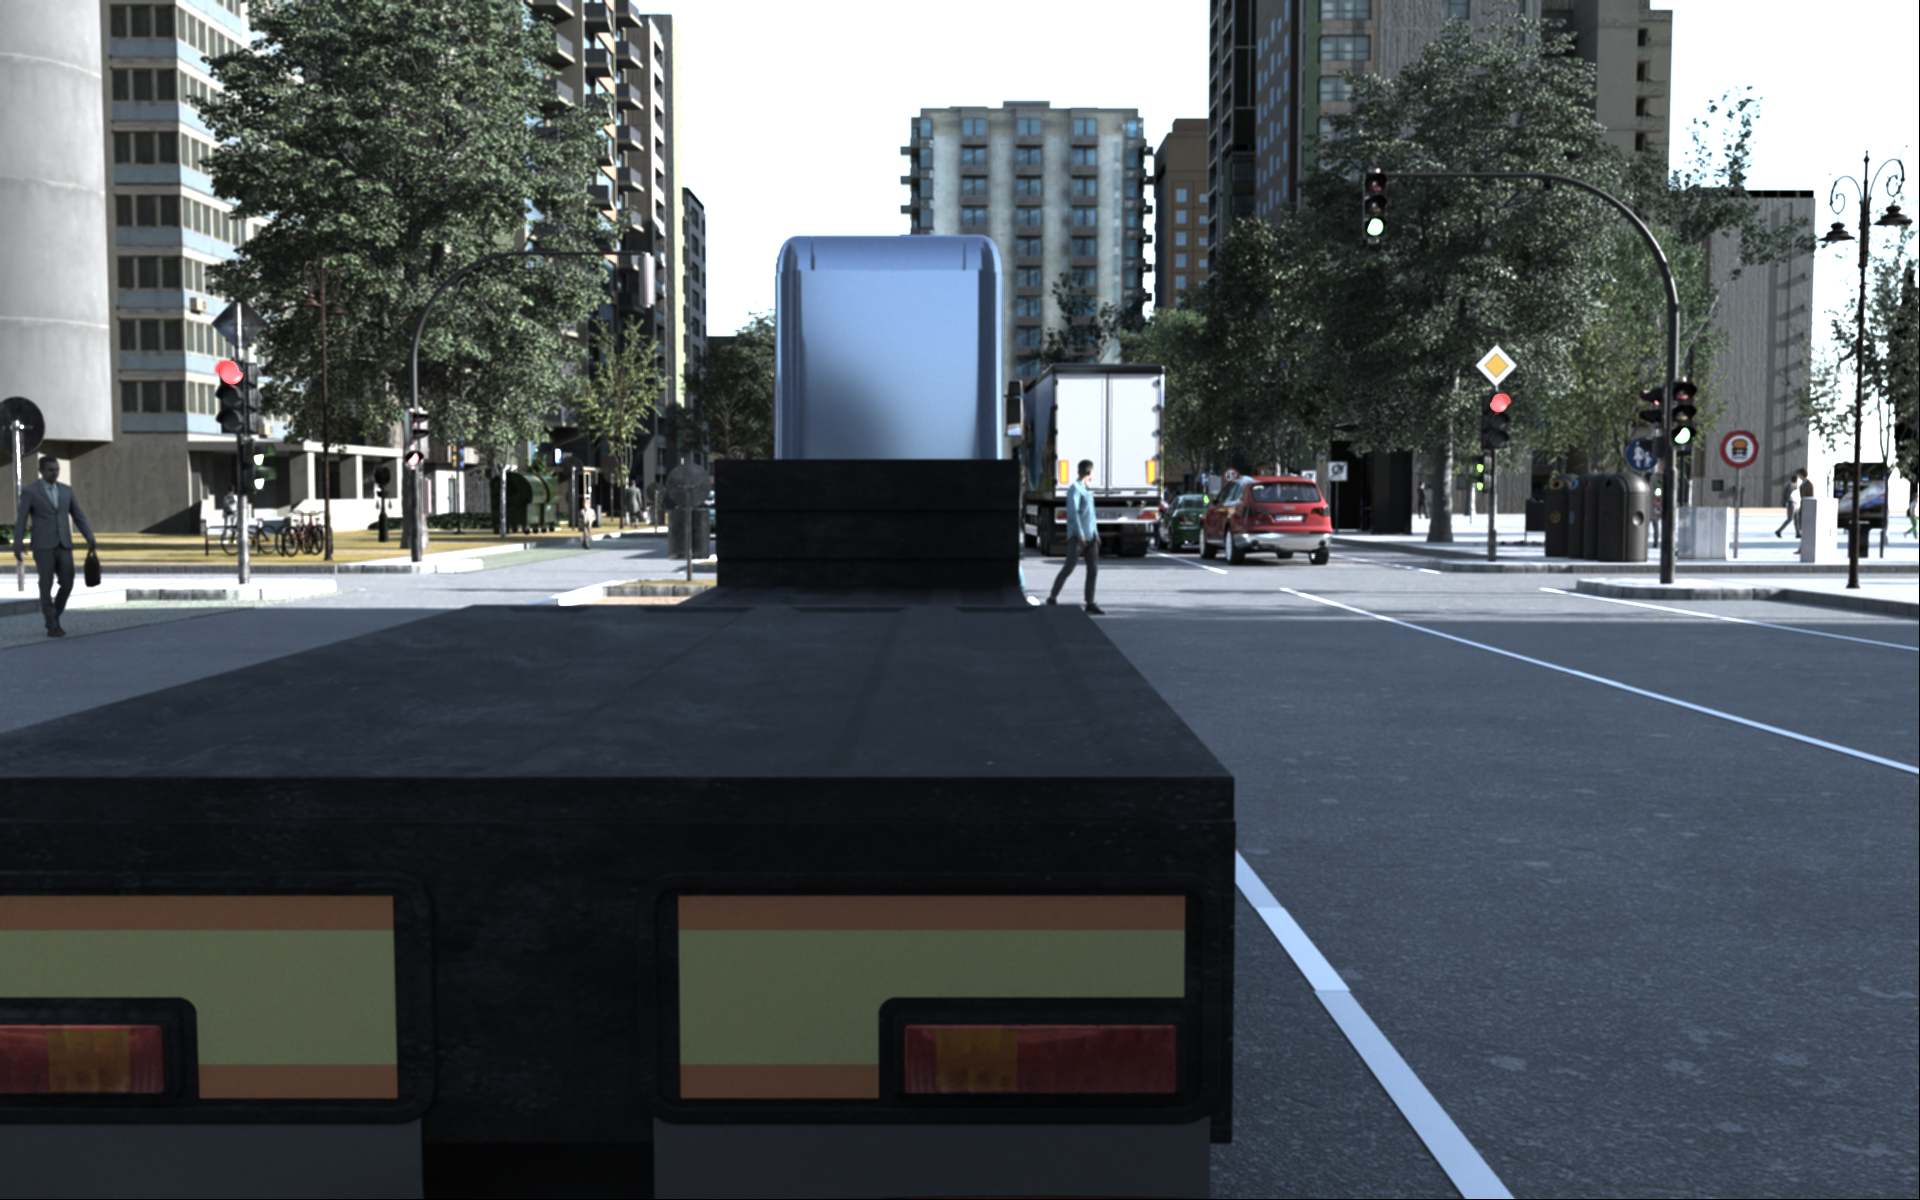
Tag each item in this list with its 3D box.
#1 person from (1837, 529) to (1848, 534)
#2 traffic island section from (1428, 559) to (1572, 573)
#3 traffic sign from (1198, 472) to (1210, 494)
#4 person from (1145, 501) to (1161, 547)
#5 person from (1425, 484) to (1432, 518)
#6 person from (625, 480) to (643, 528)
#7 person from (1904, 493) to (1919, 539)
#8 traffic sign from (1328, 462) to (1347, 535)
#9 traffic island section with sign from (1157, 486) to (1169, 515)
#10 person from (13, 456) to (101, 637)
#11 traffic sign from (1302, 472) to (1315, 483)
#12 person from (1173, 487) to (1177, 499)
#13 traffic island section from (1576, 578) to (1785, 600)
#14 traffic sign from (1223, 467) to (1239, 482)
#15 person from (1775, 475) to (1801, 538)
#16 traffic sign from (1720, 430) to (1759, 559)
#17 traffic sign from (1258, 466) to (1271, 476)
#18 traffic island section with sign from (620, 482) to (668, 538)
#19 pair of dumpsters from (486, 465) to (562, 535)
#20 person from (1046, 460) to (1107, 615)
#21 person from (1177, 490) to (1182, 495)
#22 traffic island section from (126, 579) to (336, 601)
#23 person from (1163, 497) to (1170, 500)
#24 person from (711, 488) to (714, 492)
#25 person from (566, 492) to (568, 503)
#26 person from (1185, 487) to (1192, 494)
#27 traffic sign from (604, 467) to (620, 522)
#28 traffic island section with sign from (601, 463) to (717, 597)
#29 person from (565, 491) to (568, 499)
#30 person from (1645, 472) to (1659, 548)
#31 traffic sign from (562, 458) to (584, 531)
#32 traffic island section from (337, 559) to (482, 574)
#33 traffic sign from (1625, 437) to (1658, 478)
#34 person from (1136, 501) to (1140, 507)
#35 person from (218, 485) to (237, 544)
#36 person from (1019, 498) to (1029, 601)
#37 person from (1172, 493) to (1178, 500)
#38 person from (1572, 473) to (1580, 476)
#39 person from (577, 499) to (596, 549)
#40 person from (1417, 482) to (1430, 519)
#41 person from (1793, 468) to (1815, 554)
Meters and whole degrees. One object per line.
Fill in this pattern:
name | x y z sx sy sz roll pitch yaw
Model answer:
person | 28.724 -3.041 56.347 0.593 1.750 0.643 1 4 16
traffic island section | 10.082 -0.642 32.770 2.009 0.180 2.903 0 4 0
traffic sign | 14.054 -6.083 99.570 0.768 2.556 0.104 0 4 2
person | 5.282 -2.376 47.151 0.655 1.846 0.447 -2 4 -29
person | 24.921 -5.245 92.065 0.678 1.792 0.850 1 4 12
person | -12.393 -3.653 65.878 0.694 1.812 0.767 0 3 0
person | 27.024 -2.375 49.115 0.590 1.304 0.306 -1 4 -11
traffic sign | 11.918 -3.218 54.748 0.606 2.300 0.079 0 4 7
traffic island section with sign | 9.795 -4.707 85.580 1.989 1.847 2.006 0 4 0
person | -9.050 -0.532 17.322 0.853 1.813 0.709 2 4 34
traffic sign | 15.568 -4.606 77.442 0.606 2.300 0.079 0 4 4
person | 17.299 -8.144 139.188 0.705 1.826 1.348 0 4 0
traffic island section | 10.127 -0.153 24.785 2.009 0.180 2.903 0 4 0
traffic sign | 12.956 -5.063 82.892 0.768 2.556 0.104 0 4 6
person | 24.063 -2.690 50.118 0.850 1.850 0.679 2 4 33
traffic sign | 15.385 -2.090 34.275 0.768 2.556 0.104 0 4 3
traffic sign | 13.366 -4.605 75.401 0.768 2.556 0.104 1 4 9
traffic island section with sign | -10.077 -2.975 57.265 1.989 1.847 2.006 0 4 0
pair of dumpsters | -14.160 -3.292 56.319 1.574 2.255 4.437 0 4 0
person | 1.413 -0.755 20.709 0.748 1.841 0.638 3 4 37
person | 21.262 -9.800 167.740 0.593 1.643 0.415 -2 4 -35
traffic island section | -10.214 -0.146 24.675 2.009 0.180 2.903 0 4 0
person | 16.403 -7.918 138.683 0.799 1.438 0.628 0 4 4
person | -20.260 -8.271 141.721 0.683 1.767 0.568 0 4 -5
person | -20.608 -5.243 92.168 0.661 1.777 0.834 2 4 30
person | 15.154 -6.553 113.977 1.217 1.735 0.721 -2 4 -25
traffic sign | -16.187 -4.916 80.484 0.768 2.556 0.104 0 4 4
traffic island section with sign | -4.000 -1.028 24.944 2.006 1.907 1.989 0 4 0
person | -22.875 -5.881 102.181 0.794 1.824 0.713 -1 4 -19
person | 16.486 -2.153 41.420 0.511 1.800 0.466 -1 4 -16
traffic sign | -13.528 -3.696 60.538 0.768 2.556 0.104 0 4 3
traffic island section | -10.259 -0.635 32.660 2.009 0.180 2.903 0 4 0
traffic sign | 15.340 -2.380 39.014 0.768 2.556 0.104 0 4 4
person | 14.001 -7.959 136.156 1.348 1.826 0.705 0 4 7
person | -18.895 -2.213 44.816 0.523 1.515 0.503 1 4 12
person | 0.570 -0.839 22.201 0.713 1.824 0.794 -1 4 -23
person | 19.917 -9.189 159.544 0.557 1.426 1.065 3 5 42
person | 12.795 -1.806 36.402 0.643 1.720 0.563 3 4 36
person | -9.653 -1.961 44.836 0.475 1.303 0.640 -3 4 -37
person | 23.755 -5.106 88.890 0.474 1.900 0.648 -2 4 -34
person | 18.154 -1.907 37.133 0.836 1.842 0.656 -1 4 -21
